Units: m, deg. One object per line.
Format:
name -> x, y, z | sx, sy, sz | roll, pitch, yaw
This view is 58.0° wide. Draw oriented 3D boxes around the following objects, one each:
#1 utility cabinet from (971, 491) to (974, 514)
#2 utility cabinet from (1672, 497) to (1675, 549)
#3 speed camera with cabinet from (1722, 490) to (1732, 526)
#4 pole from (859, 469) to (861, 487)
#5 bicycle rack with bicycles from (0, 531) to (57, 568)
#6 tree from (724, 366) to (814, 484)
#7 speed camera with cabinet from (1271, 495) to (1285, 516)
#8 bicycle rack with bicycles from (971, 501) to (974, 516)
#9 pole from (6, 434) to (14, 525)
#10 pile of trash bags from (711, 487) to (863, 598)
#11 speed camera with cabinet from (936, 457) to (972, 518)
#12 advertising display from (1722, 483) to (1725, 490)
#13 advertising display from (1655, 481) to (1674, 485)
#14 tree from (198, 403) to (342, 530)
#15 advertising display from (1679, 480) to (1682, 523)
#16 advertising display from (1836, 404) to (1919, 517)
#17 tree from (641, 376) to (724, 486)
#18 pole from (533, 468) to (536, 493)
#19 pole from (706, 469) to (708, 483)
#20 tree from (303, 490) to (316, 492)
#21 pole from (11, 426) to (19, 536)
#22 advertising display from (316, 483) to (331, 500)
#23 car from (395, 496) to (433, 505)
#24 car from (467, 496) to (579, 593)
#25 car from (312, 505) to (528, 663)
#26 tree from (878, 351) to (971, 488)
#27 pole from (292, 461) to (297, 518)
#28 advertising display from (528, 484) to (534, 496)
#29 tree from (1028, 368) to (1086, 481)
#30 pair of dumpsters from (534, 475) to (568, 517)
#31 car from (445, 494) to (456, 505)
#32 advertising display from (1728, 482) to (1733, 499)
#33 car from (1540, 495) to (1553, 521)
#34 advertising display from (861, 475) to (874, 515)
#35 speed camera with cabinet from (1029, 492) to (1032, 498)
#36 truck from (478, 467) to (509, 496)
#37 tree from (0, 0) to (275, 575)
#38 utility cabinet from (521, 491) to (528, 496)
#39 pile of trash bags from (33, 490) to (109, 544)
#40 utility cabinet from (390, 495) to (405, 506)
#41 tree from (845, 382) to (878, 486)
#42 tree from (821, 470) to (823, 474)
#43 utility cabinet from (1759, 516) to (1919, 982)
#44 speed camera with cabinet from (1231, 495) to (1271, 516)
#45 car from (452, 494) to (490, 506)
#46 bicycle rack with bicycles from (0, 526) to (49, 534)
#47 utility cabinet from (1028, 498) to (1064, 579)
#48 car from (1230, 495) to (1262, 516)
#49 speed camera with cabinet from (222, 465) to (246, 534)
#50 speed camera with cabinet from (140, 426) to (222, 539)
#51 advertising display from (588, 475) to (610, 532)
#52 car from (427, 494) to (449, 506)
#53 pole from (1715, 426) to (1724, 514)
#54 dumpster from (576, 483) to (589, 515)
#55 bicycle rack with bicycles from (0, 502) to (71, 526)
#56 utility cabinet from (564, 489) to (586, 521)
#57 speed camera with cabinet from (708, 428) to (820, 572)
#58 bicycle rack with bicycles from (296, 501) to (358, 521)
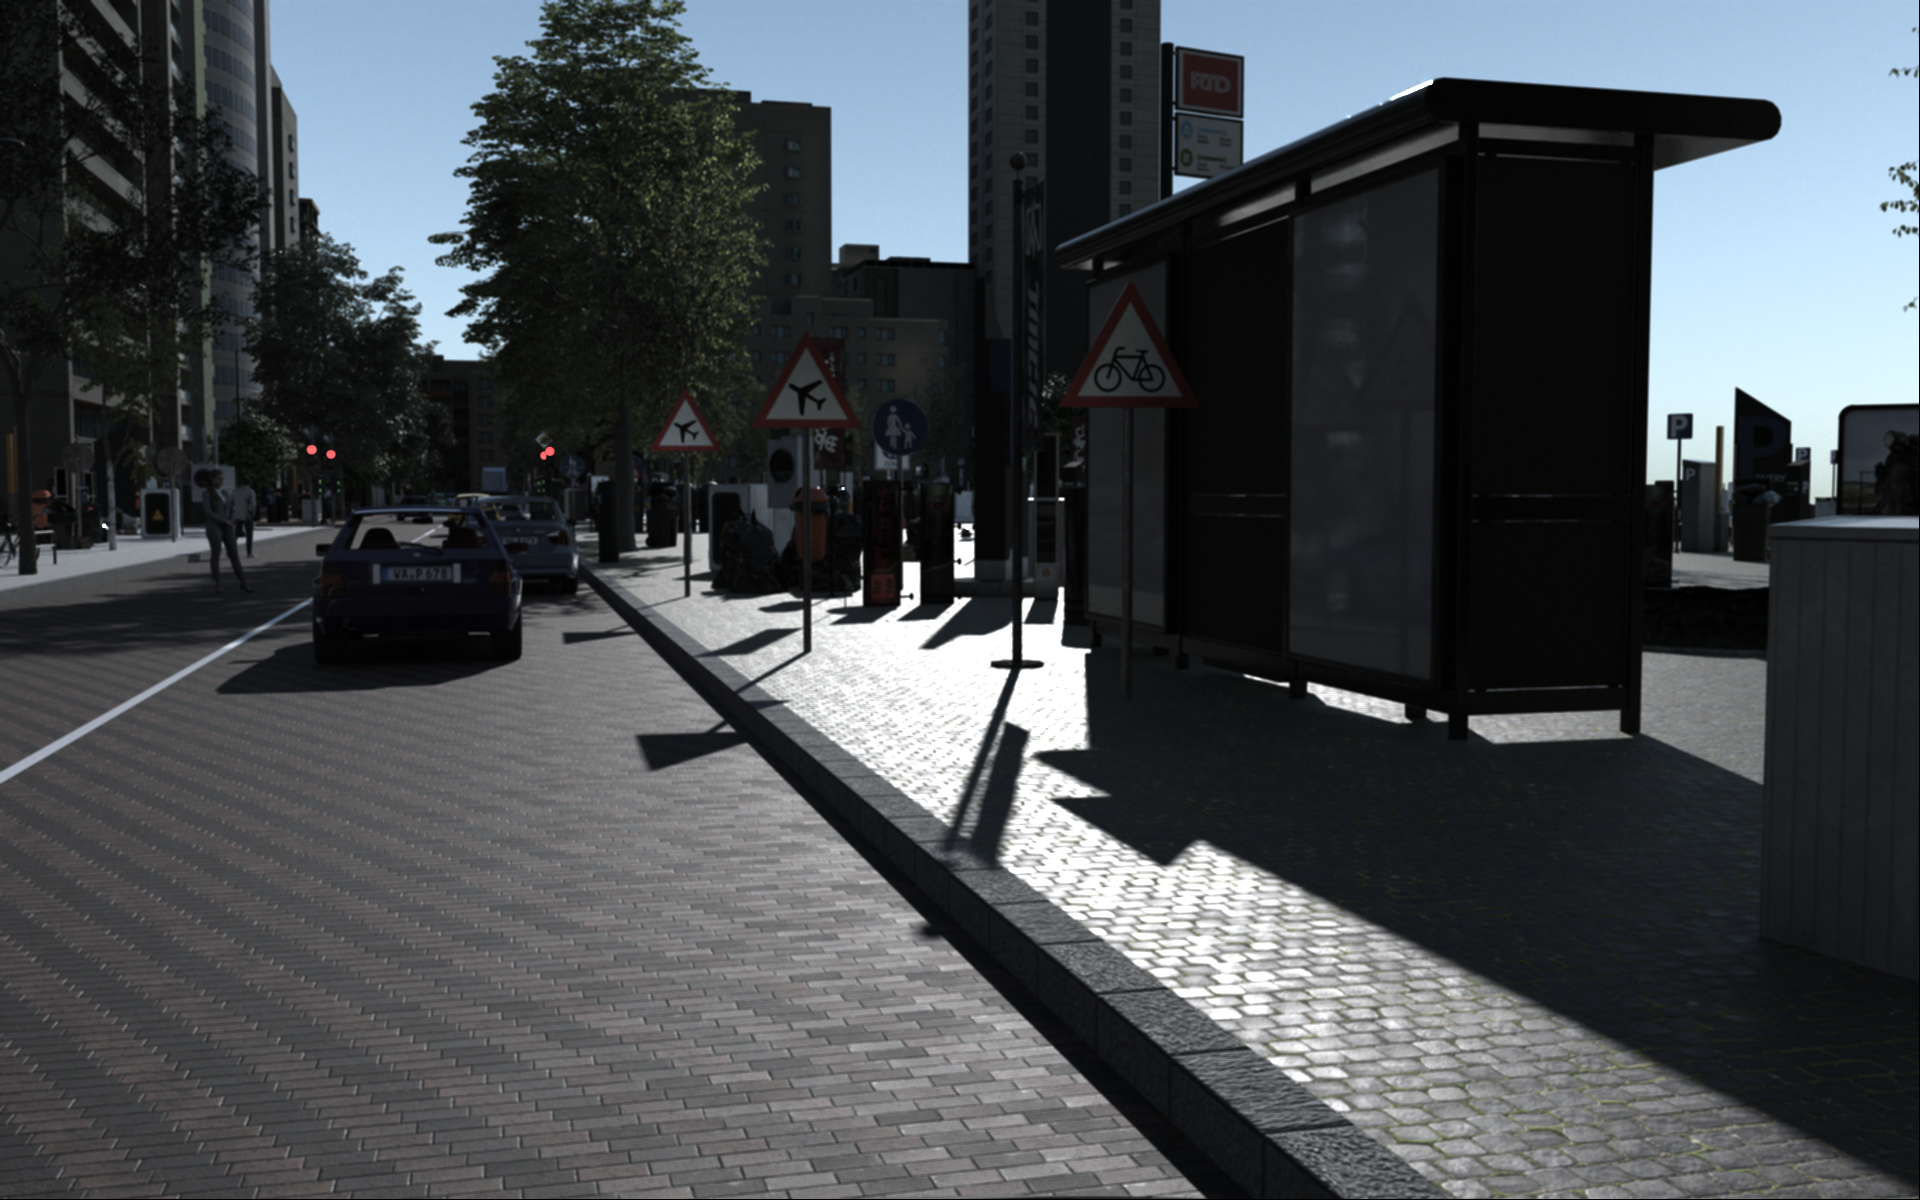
utility cabinet -> 0.363, -6.298, 111.650 | 1.173, 1.500, 0.318 | 0, 4, 0
utility cabinet -> 16.678, -1.839, 41.237 | 0.306, 1.237, 1.020 | 0, 4, 3
speed camera with cabinet -> 30.058, -4.480, 67.583 | 2.038, 3.252, 0.660 | 3, 5, 44
pole -> -8.224, -9.068, 142.099 | 0.158, 3.312, 0.155 | 0, 3, 0
bicycle rack with bicycles -> -17.339, -1.043, 30.430 | 2.852, 0.926, 2.925 | -1, 4, -10
tree -> -11.063, -9.178, 100.418 | 4.737, 8.622, 4.395 | 0, 3, 0
speed camera with cabinet -> 19.220, -6.477, 100.236 | 0.660, 3.252, 2.038 | -3, 5, -44
bicycle rack with bicycles -> 1.610, -5.193, 98.288 | 2.925, 0.926, 2.852 | 3, 5, 39
pole -> -32.215, -3.973, 58.795 | 0.158, 3.312, 0.155 | 0, 3, 0
pile of trash bags -> -2.174, -0.797, 22.780 | 1.912, 1.369, 3.447 | -1, 4, -15
speed camera with cabinet -> -0.396, -6.049, 93.235 | 2.038, 3.252, 0.660 | -2, 4, -29
advertising display -> 45.869, -6.078, 104.582 | 0.974, 1.923, 0.123 | -3, 4, -38
advertising display -> 33.686, -4.749, 82.864 | 0.123, 1.923, 0.974 | -2, 4, -33
tree -> -25.218, -4.772, 61.728 | 4.285, 4.588, 4.351 | 0, 3, 0
advertising display -> 32.312, -4.425, 77.556 | 0.123, 1.923, 0.974 | 2, 4, 27
advertising display -> 6.805, -0.439, 12.390 | 0.974, 1.923, 0.123 | 2, 4, 30
tree -> -15.181, -8.699, 92.597 | 4.737, 8.622, 4.395 | 0, 3, 0
pole -> -33.130, -8.633, 135.000 | 0.158, 3.312, 0.155 | 0, 3, 0
pole -> -20.809, -9.091, 142.485 | 0.158, 3.312, 0.155 | 0, 3, 0
tree -> -46.124, -7.832, 122.652 | 1.663, 3.219, 1.824 | 0, 3, 0
pole -> -28.052, -3.537, 51.674 | 0.158, 3.312, 0.155 | 0, 3, 0
advertising display -> -37.099, -5.865, 101.110 | 0.974, 1.923, 0.123 | -3, 5, -45
car -> -29.525, -4.966, 93.780 | 1.945, 1.354, 3.894 | -1, 4, -14
car -> -6.762, -0.866, 26.158 | 2.014, 1.417, 4.499 | -1, 4, -17
car -> -5.016, -0.220, 16.171 | 1.945, 1.354, 3.894 | -1, 4, -16
tree -> -1.447, -8.509, 89.486 | 4.360, 8.622, 3.978 | 0, 3, 0
pole -> -36.299, -6.151, 94.414 | 0.158, 3.312, 0.155 | 0, 3, 0
advertising display -> -28.285, -6.668, 114.230 | 0.123, 1.923, 0.974 | -2, 4, -28
tree -> 2.624, -3.765, 45.272 | 4.285, 4.588, 4.351 | 0, 3, 0
pair of dumpsters -> -20.626, -5.194, 87.415 | 1.574, 2.255, 4.437 | -1, 4, -15
car -> -59.051, -11.706, 200.987 | 1.945, 1.707, 3.694 | -1, 4, -13
advertising display -> 42.348, -5.453, 94.374 | 0.123, 1.923, 0.974 | -3, 5, -40
car -> 29.881, -4.554, 86.465 | 4.499, 1.417, 2.014 | -1, 4, -17
advertising display -> -3.103, -3.232, 58.061 | 0.123, 1.923, 0.974 | -1, 4, -21
speed camera with cabinet -> 4.737, -8.867, 139.316 | 2.038, 3.252, 0.660 | -1, 4, -12
truck -> -45.189, -10.925, 168.384 | 2.967, 4.110, 18.799 | -1, 4, -16
tree -> -14.860, -5.706, 27.706 | 8.767, 10.594, 7.601 | 0, 4, 2
utility cabinet -> -36.128, -8.283, 144.111 | 0.318, 1.500, 1.173 | 0, 4, 8
pile of trash bags -> -23.136, -2.128, 44.541 | 1.912, 1.369, 3.447 | -1, 4, -12
utility cabinet -> -41.686, -7.173, 128.432 | 1.020, 1.237, 0.306 | -1, 4, -19
tree -> -6.423, -9.951, 113.060 | 4.360, 8.622, 3.978 | 0, 3, 0
tree -> -11.168, -11.268, 134.597 | 4.737, 8.622, 4.395 | 0, 3, 0
utility cabinet -> 2.636, 0.402, 4.587 | 0.306, 1.237, 1.020 | -2, 4, -23
speed camera with cabinet -> 17.053, -6.532, 101.129 | 2.038, 3.252, 0.660 | 0, 4, -7
car -> -16.973, -3.069, 60.406 | 2.015, 1.641, 3.980 | -1, 4, -17
bicycle rack with bicycles -> -33.678, -2.886, 60.576 | 2.852, 0.926, 2.925 | -2, 4, -32
utility cabinet -> 1.255, -0.932, 26.405 | 1.020, 1.237, 0.306 | 3, 5, 43
car -> 13.299, -4.119, 79.707 | 4.827, 1.381, 2.083 | -1, 4, -16
speed camera with cabinet -> -22.678, -3.641, 53.863 | 0.660, 3.252, 2.038 | -3, 5, -41
speed camera with cabinet -> -22.639, -3.418, 50.216 | 2.038, 3.252, 0.660 | -1, 4, -18
advertising display -> -12.206, -3.267, 58.633 | 0.123, 1.923, 0.974 | 2, 4, 31
car -> -42.993, -8.162, 142.250 | 1.959, 1.807, 4.718 | -1, 4, -13
pole -> 22.825, -3.563, 52.100 | 0.158, 3.312, 0.155 | 0, 3, 0
dumpster -> -19.163, -5.109, 89.295 | 1.264, 1.857, 1.865 | -1, 4, -15
bicycle rack with bicycles -> -40.605, -3.847, 76.287 | 2.852, 0.926, 2.925 | -3, 5, -43
utility cabinet -> -17.948, -4.411, 80.792 | 0.318, 1.500, 1.173 | 2, 4, 27
speed camera with cabinet -> -3.199, -2.065, 28.095 | 2.038, 3.252, 0.660 | 3, 4, 38
bicycle rack with bicycles -> -31.808, -4.486, 86.735 | 2.925, 0.926, 2.852 | 0, 4, 2
